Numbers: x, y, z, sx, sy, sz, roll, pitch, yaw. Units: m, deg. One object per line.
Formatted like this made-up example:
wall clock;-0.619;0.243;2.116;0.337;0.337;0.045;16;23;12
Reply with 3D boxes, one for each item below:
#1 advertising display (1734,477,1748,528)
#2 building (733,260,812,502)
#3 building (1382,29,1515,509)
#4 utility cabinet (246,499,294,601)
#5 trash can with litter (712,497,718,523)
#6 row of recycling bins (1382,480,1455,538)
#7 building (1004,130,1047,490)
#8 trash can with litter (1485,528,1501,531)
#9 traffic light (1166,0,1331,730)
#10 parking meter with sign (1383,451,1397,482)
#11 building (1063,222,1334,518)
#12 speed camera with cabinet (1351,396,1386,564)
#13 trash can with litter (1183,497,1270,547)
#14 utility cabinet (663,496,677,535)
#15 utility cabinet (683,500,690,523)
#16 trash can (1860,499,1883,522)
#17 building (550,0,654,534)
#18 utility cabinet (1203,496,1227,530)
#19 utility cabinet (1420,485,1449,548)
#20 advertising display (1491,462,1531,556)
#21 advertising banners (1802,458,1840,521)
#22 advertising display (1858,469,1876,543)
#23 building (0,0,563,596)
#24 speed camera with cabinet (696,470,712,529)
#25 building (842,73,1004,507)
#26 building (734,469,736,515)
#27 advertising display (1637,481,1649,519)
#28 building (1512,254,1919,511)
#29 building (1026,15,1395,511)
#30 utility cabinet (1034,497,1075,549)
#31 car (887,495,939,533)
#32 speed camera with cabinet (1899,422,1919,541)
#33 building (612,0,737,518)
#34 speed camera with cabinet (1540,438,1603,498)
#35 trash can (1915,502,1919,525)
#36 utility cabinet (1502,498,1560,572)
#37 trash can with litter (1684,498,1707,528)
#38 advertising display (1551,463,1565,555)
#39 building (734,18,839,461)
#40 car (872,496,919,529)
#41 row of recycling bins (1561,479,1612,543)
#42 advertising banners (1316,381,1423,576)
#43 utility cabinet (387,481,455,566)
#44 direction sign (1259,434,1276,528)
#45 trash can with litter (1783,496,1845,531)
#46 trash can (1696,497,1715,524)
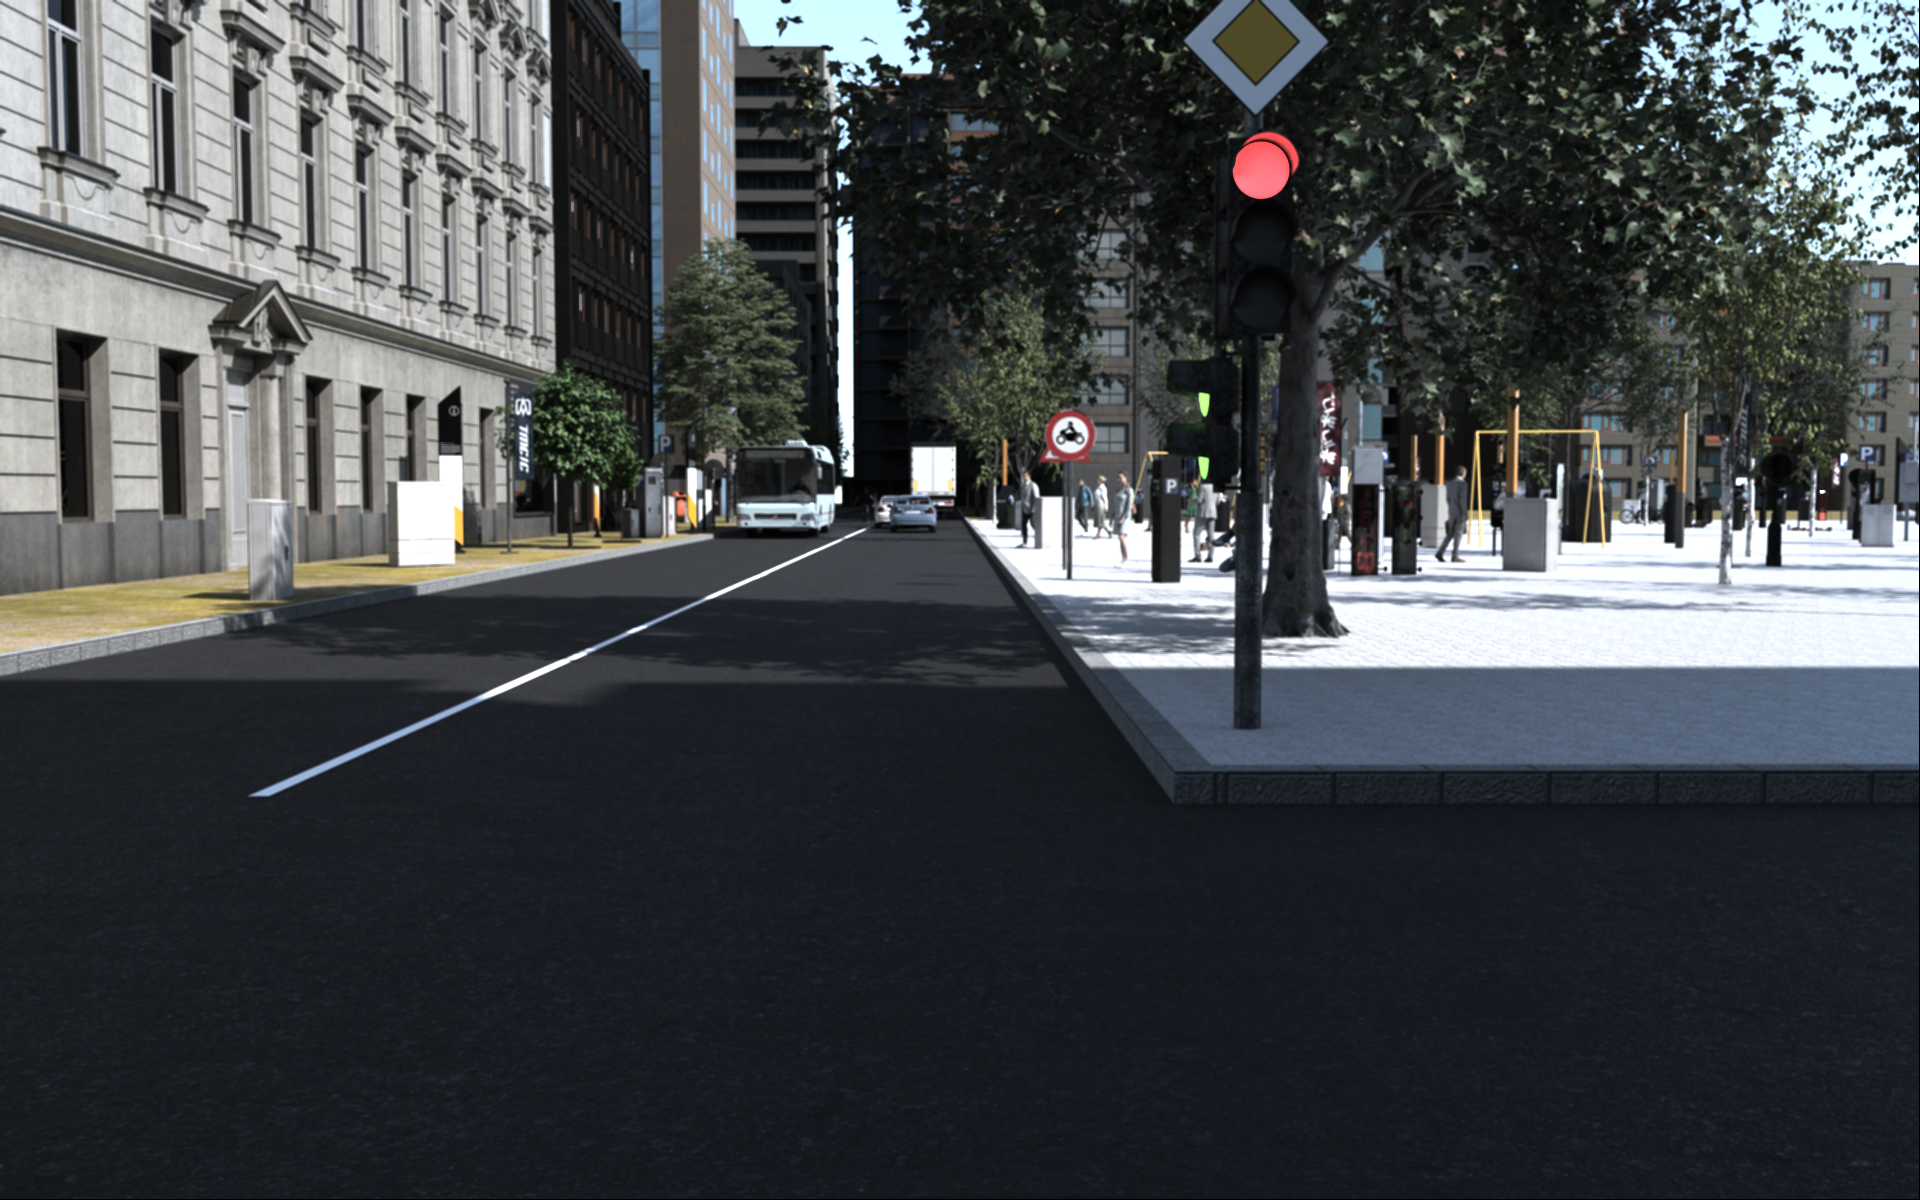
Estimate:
advertising display;29.426;-3.669;65.198;0.974;1.923;0.123;-2;4;-31
building;-27.876;-18.288;144.051;28.899;21.520;27.650;0;4;-1
building;39.223;-30.594;150.329;14.200;45.320;14.600;0;4;-1
utility cabinet;-8.464;-0.619;21.291;0.306;1.237;1.020;0;4;-8
trash can with litter;-10.904;-3.924;75.546;0.624;1.170;1.055;0;4;-2
row of recycling bins;13.498;-2.713;51.475;1.069;1.692;3.534;-1;4;-19
building;14.750;-31.957;146.205;21.300;48.544;21.600;0;4;-1
trash can with litter;19.152;-3.010;60.273;1.678;1.210;2.233;0;4;-5
traffic light;1.558;-1.252;9.391;0.839;4.253;0.868;0;4;-1
parking meter with sign;17.339;-4.511;70.021;0.543;3.016;1.738;0;4;-6
building;12.714;-25.278;96.886;14.154;41.232;14.086;0;4;-1
speed camera with cabinet;7.662;-2.332;32.471;0.660;3.252;2.038;1;4;14
trash can with litter;6.587;-1.898;42.092;1.678;1.210;2.233;-3;5;-44
utility cabinet;-9.409;-2.683;55.022;0.306;1.237;1.020;2;4;28
utility cabinet;-11.872;-4.053;77.431;1.020;1.237;0.306;-2;4;-29
trash can;29.080;-2.673;55.357;0.748;1.137;0.748;0;3;0
building;-18.751;-14.286;63.257;12.332;23.373;15.834;0;4;-1
utility cabinet;9.021;-3.102;61.880;1.020;1.237;0.306;-2;4;-24
utility cabinet;11.321;-1.992;41.253;0.318;1.500;1.173;0;4;-3
advertising display;11.331;-1.862;35.651;0.123;1.923;0.974;-2;4;-29
advertising banners;41.662;-5.352;83.692;2.074;3.025;0.090;-1;4;-9
advertising display;23.617;-2.441;45.129;0.123;1.923;0.974;1;4;11
building;-20.073;-15.701;33.119;17.030;29.872;44.131;0;4;-1
speed camera with cabinet;-9.736;-4.316;64.903;0.660;3.252;2.038;-1;4;-17
building;1.403;-32.210;181.264;28.867;44.769;22.147;0;4;-1
building;-28.991;-25.585;110.194;32.217;40.220;23.993;0;4;-1
advertising display;33.620;-4.876;84.937;0.123;1.923;0.974;-2;4;-25
building;61.075;-18.299;144.230;28.899;21.520;27.650;0;4;-1
building;16.447;-30.612;120.111;23.786;49.044;30.456;0;4;-1
utility cabinet;2.224;-1.801;40.603;1.020;1.237;0.306;-3;4;-37
car;-1.785;-3.282;65.669;2.014;1.417;4.499;0;4;-2
speed camera with cabinet;26.659;-3.219;46.969;0.660;3.252;2.038;-3;4;-37
building;-19.603;-26.969;91.060;14.600;45.320;14.200;0;4;-1
speed camera with cabinet;21.757;-4.120;61.698;2.038;3.252;0.660;2;4;34
trash can;40.097;-3.694;72.049;0.748;1.137;0.748;0;3;0
utility cabinet;9.505;-1.082;28.851;0.306;1.237;1.020;-2;4;-24
trash can with litter;27.771;-3.327;65.787;1.055;1.170;0.624;0;4;-4
advertising display;12.604;-1.916;36.536;0.123;1.923;0.974;2;4;28
building;-23.900;-34.091;181.097;21.600;48.544;21.300;0;4;-1
car;-2.640;-3.683;72.581;2.083;1.381;4.827;0;4;-2
row of recycling bins;17.004;-2.458;47.300;1.069;1.692;3.534;1;4;10
advertising banners;6.392;-1.894;27.163;2.074;3.025;0.090;-1;4;-23
utility cabinet;-9.567;-1.351;30.761;0.318;1.500;1.173;3;4;38
direction sign;11.571;-4.473;65.128;0.876;3.537;0.379;0;4;2
trash can with litter;29.666;-3.010;60.271;1.678;1.210;2.233;-2;4;-24
trash can;31.972;-3.834;74.335;0.748;1.137;0.748;0;3;0
